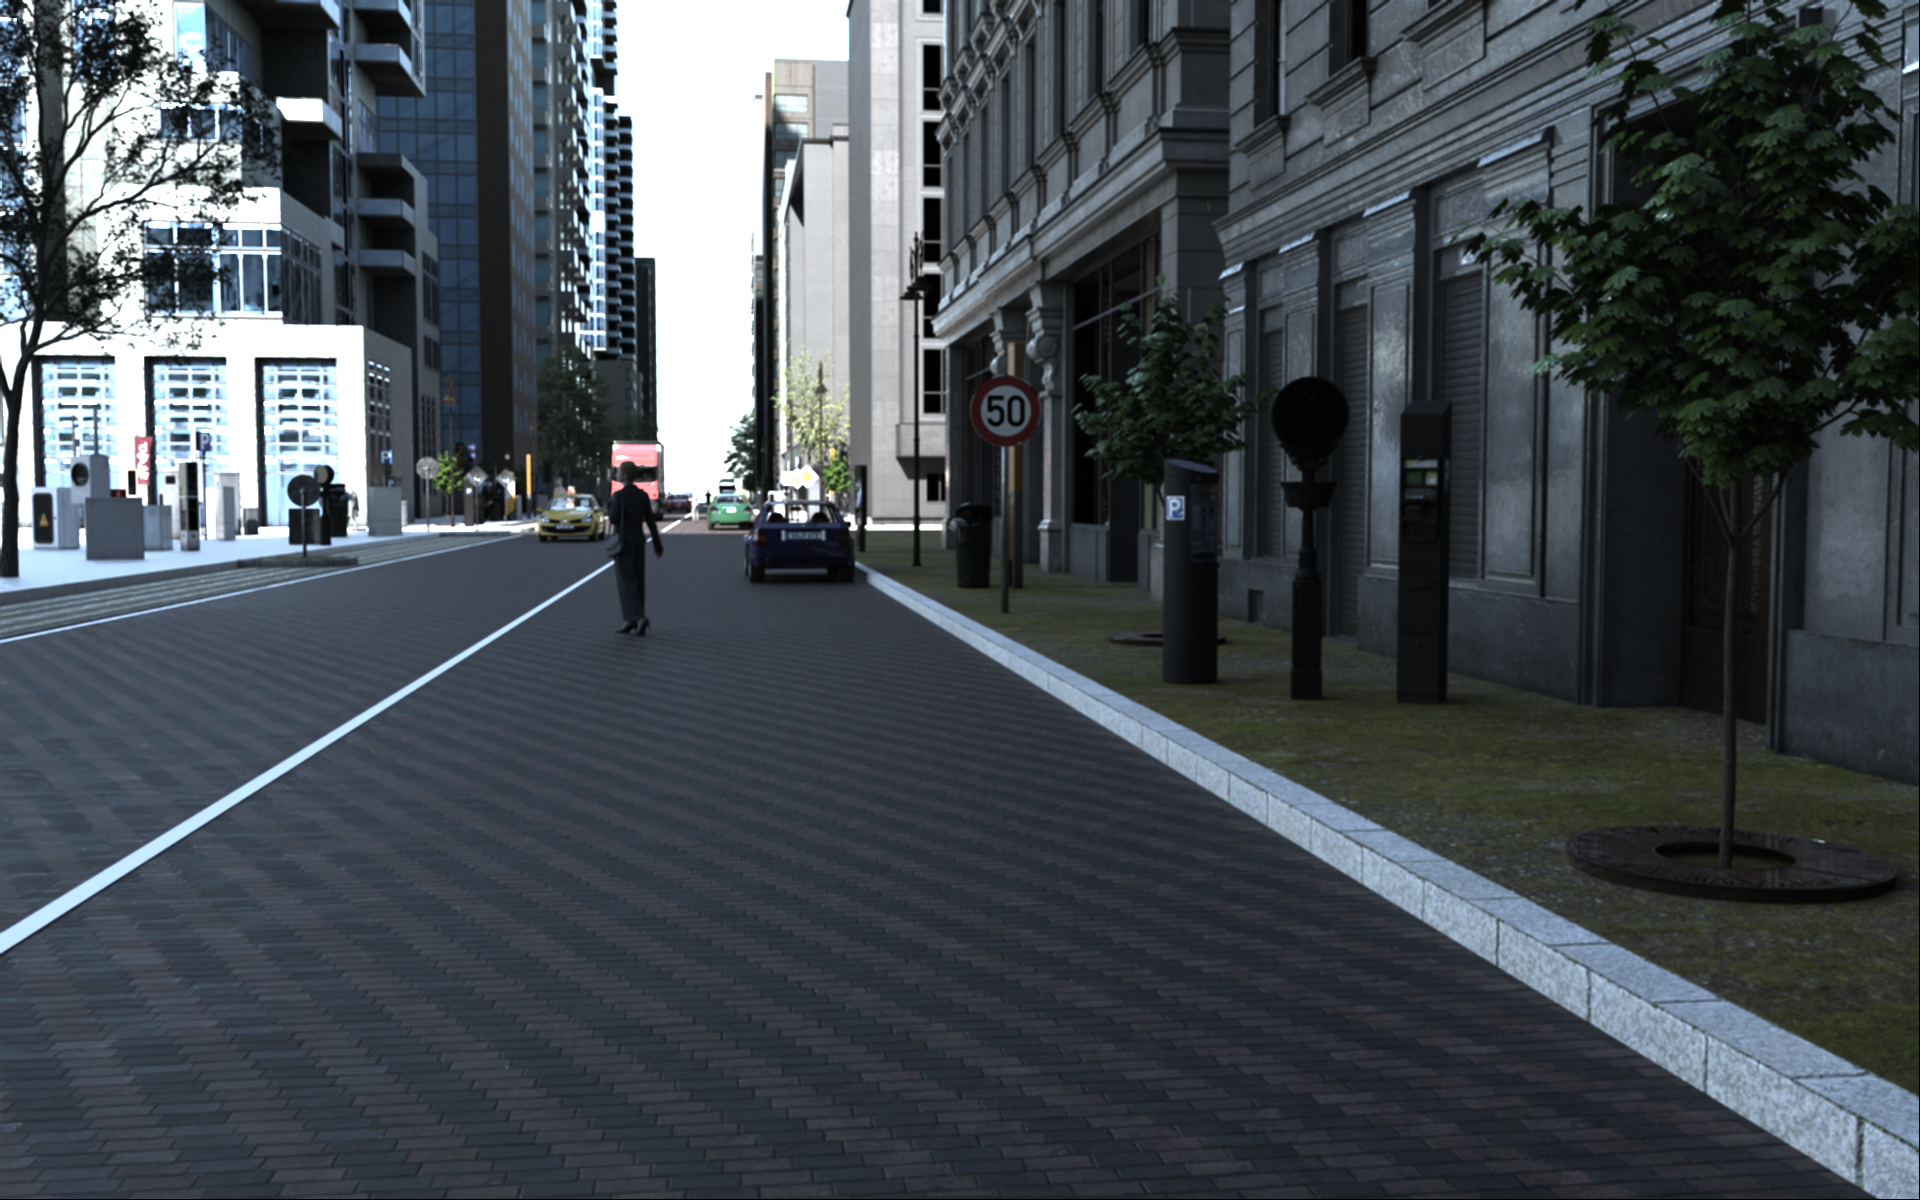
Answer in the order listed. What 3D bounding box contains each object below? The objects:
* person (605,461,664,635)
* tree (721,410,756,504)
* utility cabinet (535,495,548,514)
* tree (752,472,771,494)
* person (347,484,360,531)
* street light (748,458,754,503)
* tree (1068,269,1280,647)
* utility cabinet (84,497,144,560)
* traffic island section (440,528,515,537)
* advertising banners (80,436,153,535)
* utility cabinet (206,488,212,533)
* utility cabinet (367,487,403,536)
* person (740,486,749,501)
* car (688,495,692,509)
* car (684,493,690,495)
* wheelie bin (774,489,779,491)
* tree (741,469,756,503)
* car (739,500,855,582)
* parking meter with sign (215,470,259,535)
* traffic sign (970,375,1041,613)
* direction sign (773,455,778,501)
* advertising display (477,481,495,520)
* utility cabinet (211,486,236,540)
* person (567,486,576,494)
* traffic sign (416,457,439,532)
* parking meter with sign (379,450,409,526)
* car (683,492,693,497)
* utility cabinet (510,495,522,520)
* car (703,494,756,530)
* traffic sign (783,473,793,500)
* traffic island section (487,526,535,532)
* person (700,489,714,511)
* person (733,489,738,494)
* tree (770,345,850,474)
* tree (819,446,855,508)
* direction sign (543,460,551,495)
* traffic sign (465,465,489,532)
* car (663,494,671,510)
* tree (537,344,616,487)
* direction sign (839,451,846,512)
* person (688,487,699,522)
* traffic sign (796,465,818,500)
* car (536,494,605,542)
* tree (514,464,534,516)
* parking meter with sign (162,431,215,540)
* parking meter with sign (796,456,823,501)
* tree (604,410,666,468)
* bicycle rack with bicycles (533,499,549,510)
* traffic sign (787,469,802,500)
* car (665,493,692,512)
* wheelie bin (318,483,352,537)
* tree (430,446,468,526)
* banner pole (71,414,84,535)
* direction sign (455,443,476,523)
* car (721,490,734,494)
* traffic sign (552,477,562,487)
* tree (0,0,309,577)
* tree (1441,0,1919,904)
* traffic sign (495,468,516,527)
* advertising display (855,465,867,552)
[{"bbox_3d":[-3.326,-0.538,17.725,0.534,1.772,0.576,1,4,17],"label":"person"},{"bbox_3d":[-28.479,-19.353,234.546,7.486,12.596,7.792,0,3,0],"label":"tree"},{"bbox_3d":[-26.512,-6.030,109.747,0.306,1.237,1.020,2,4,25],"label":"utility cabinet"},{"bbox_3d":[-17.016,-9.450,149.113,1.663,3.219,1.824,0,3,0],"label":"tree"},{"bbox_3d":[-22.475,-3.383,63.921,0.767,1.812,0.694,3,4,38],"label":"person"},{"bbox_3d":[-22.533,-13.213,188.823,0.468,5.910,1.993,0,4,-8],"label":"street light"},{"bbox_3d":[1.751,-1.254,15.104,1.663,3.219,1.824,0,3,0],"label":"tree"},{"bbox_3d":[-16.610,-1.397,34.011,1.020,1.237,0.306,-2,4,-31],"label":"utility cabinet"},{"bbox_3d":[-16.446,-2.242,58.944,2.009,0.180,2.903,0,4,-8],"label":"traffic island section"},{"bbox_3d":[-25.404,-3.427,52.214,2.074,3.025,0.090,-1,4,-11],"label":"advertising banners"},{"bbox_3d":[-24.277,-2.954,56.979,0.318,1.500,1.173,1,4,15],"label":"utility cabinet"},{"bbox_3d":[-17.508,-2.693,52.715,0.318,1.500,1.173,2,4,23],"label":"utility cabinet"},{"bbox_3d":[-10.599,-4.677,84.878,0.656,1.842,0.836,1,4,20],"label":"person"},{"bbox_3d":[-26.062,-9.261,163.777,2.083,1.381,4.827,-1,4,-9],"label":"car"},{"bbox_3d":[-31.034,-11.375,195.579,1.945,1.707,3.694,0,4,-7],"label":"car"},{"bbox_3d":[-11.457,-6.152,108.500,0.693,1.594,0.980,1,4,16],"label":"wheelie bin"},{"bbox_3d":[-27.291,-14.905,227.410,4.285,4.588,4.351,0,3,0],"label":"tree"},{"bbox_3d":[-2.779,-1.035,29.508,1.945,1.354,3.894,-1,4,-9],"label":"car"},{"bbox_3d":[-22.822,-3.531,53.991,0.543,3.016,1.738,3,5,43],"label":"parking meter with sign"},{"bbox_3d":[0.486,-1.132,18.620,0.768,2.556,0.104,0,4,-5],"label":"traffic sign"},{"bbox_3d":[-10.672,-6.625,100.316,0.379,3.537,0.876,-1,4,-21],"label":"direction sign"},{"bbox_3d":[-23.433,-4.919,85.643,0.974,1.923,0.123,2,4,24],"label":"advertising display"},{"bbox_3d":[-20.466,-2.419,48.230,0.318,1.500,1.173,-2,4,-35],"label":"utility cabinet"},{"bbox_3d":[-18.973,-4.658,84.637,0.580,1.828,0.573,2,4,28],"label":"person"},{"bbox_3d":[-18.206,-3.617,59.241,0.768,2.556,0.104,0,4,-5],"label":"traffic sign"},{"bbox_3d":[-22.662,-4.479,69.495,0.543,3.016,1.738,0,4,5],"label":"parking meter with sign"},{"bbox_3d":[-39.965,-15.026,254.352,2.281,1.827,5.304,0,4,-7],"label":"car"},{"bbox_3d":[-21.729,-4.499,84.722,0.306,1.237,1.020,-2,4,-31],"label":"utility cabinet"},{"bbox_3d":[-9.314,-3.569,70.145,2.131,1.459,4.920,-1,4,-9],"label":"car"},{"bbox_3d":[-7.953,-4.797,80.556,0.606,2.300,0.079,0,4,-6],"label":"traffic sign"},{"bbox_3d":[-17.530,-2.726,66.855,2.009,0.180,2.903,0,4,-8],"label":"traffic island section"},{"bbox_3d":[-21.764,-8.659,149.705,1.348,1.869,0.705,-1,4,-20],"label":"person"},{"bbox_3d":[-16.915,-7.497,130.887,0.447,1.846,0.655,-1,4,-15],"label":"person"},{"bbox_3d":[-7.400,-8.343,86.768,4.737,8.622,4.395,0,3,0],"label":"tree"},{"bbox_3d":[-4.738,-4.521,68.518,1.663,3.219,1.824,0,3,0],"label":"tree"},{"bbox_3d":[-27.855,-7.642,116.951,0.379,3.537,0.876,1,4,22],"label":"direction sign"},{"bbox_3d":[-16.424,-3.379,58.885,0.795,2.450,0.064,0,4,-8],"label":"traffic sign"},{"bbox_3d":[-25.925,-8.897,155.684,2.015,1.641,3.980,-1,4,-10],"label":"car"},{"bbox_3d":[-29.961,-13.026,131.100,7.486,12.596,7.792,0,3,0],"label":"tree"},{"bbox_3d":[-6.413,-6.114,91.959,0.876,3.537,0.379,-2,4,-32],"label":"direction sign"},{"bbox_3d":[-13.548,-4.852,88.034,0.583,1.804,0.606,-1,4,-10],"label":"person"},{"bbox_3d":[-5.330,-3.470,60.379,0.795,2.450,0.064,0,4,-8],"label":"traffic sign"},{"bbox_3d":[-11.937,-2.637,53.337,2.015,1.641,3.980,0,4,-6],"label":"car"},{"bbox_3d":[-25.316,-6.470,100.385,1.663,3.219,1.824,0,3,0],"label":"tree"},{"bbox_3d":[-21.878,-3.191,48.429,1.738,3.016,0.543,1,4,10],"label":"parking meter with sign"},{"bbox_3d":[-6.730,-5.158,80.595,1.738,3.016,0.543,-1,4,-22],"label":"parking meter with sign"},{"bbox_3d":[-40.517,-17.743,215.850,9.928,11.665,9.643,0,3,0],"label":"tree"},{"bbox_3d":[-31.834,-7.166,130.554,2.852,0.926,2.925,-2,4,-25],"label":"bicycle rack with bicycles"},{"bbox_3d":[-6.414,-3.954,68.290,0.795,2.450,0.064,0,4,-8],"label":"traffic sign"},{"bbox_3d":[-22.430,-7.904,138.270,2.155,1.783,4.494,0,4,-6],"label":"car"},{"bbox_3d":[-18.638,-2.682,51.753,0.980,1.594,0.693,-3,5,-39],"label":"wheelie bin"},{"bbox_3d":[-20.495,-4.590,69.649,1.663,3.219,1.824,0,3,0],"label":"tree"},{"bbox_3d":[-27.705,-3.934,54.331,0.401,3.779,0.863,-3,5,-43],"label":"banner pole"},{"bbox_3d":[-21.745,-5.154,76.268,0.876,3.537,0.379,0,4,-1],"label":"direction sign"},{"bbox_3d":[-23.689,-10.360,178.063,2.281,1.827,5.304,0,4,-6],"label":"car"},{"bbox_3d":[-24.396,-6.284,104.870,0.606,2.300,0.079,0,4,0],"label":"traffic sign"},{"bbox_3d":[-14.587,-5.615,26.225,8.767,10.594,7.601,-2,4,-31],"label":"tree"},{"bbox_3d":[2.723,-0.681,5.740,1.663,3.219,1.824,0,3,0],"label":"tree"},{"bbox_3d":[-17.508,-3.863,66.797,0.795,2.450,0.064,0,4,-8],"label":"traffic sign"},{"bbox_3d":[-2.205,-2.036,38.497,0.123,1.923,0.974,-1,4,-13],"label":"advertising display"}]
